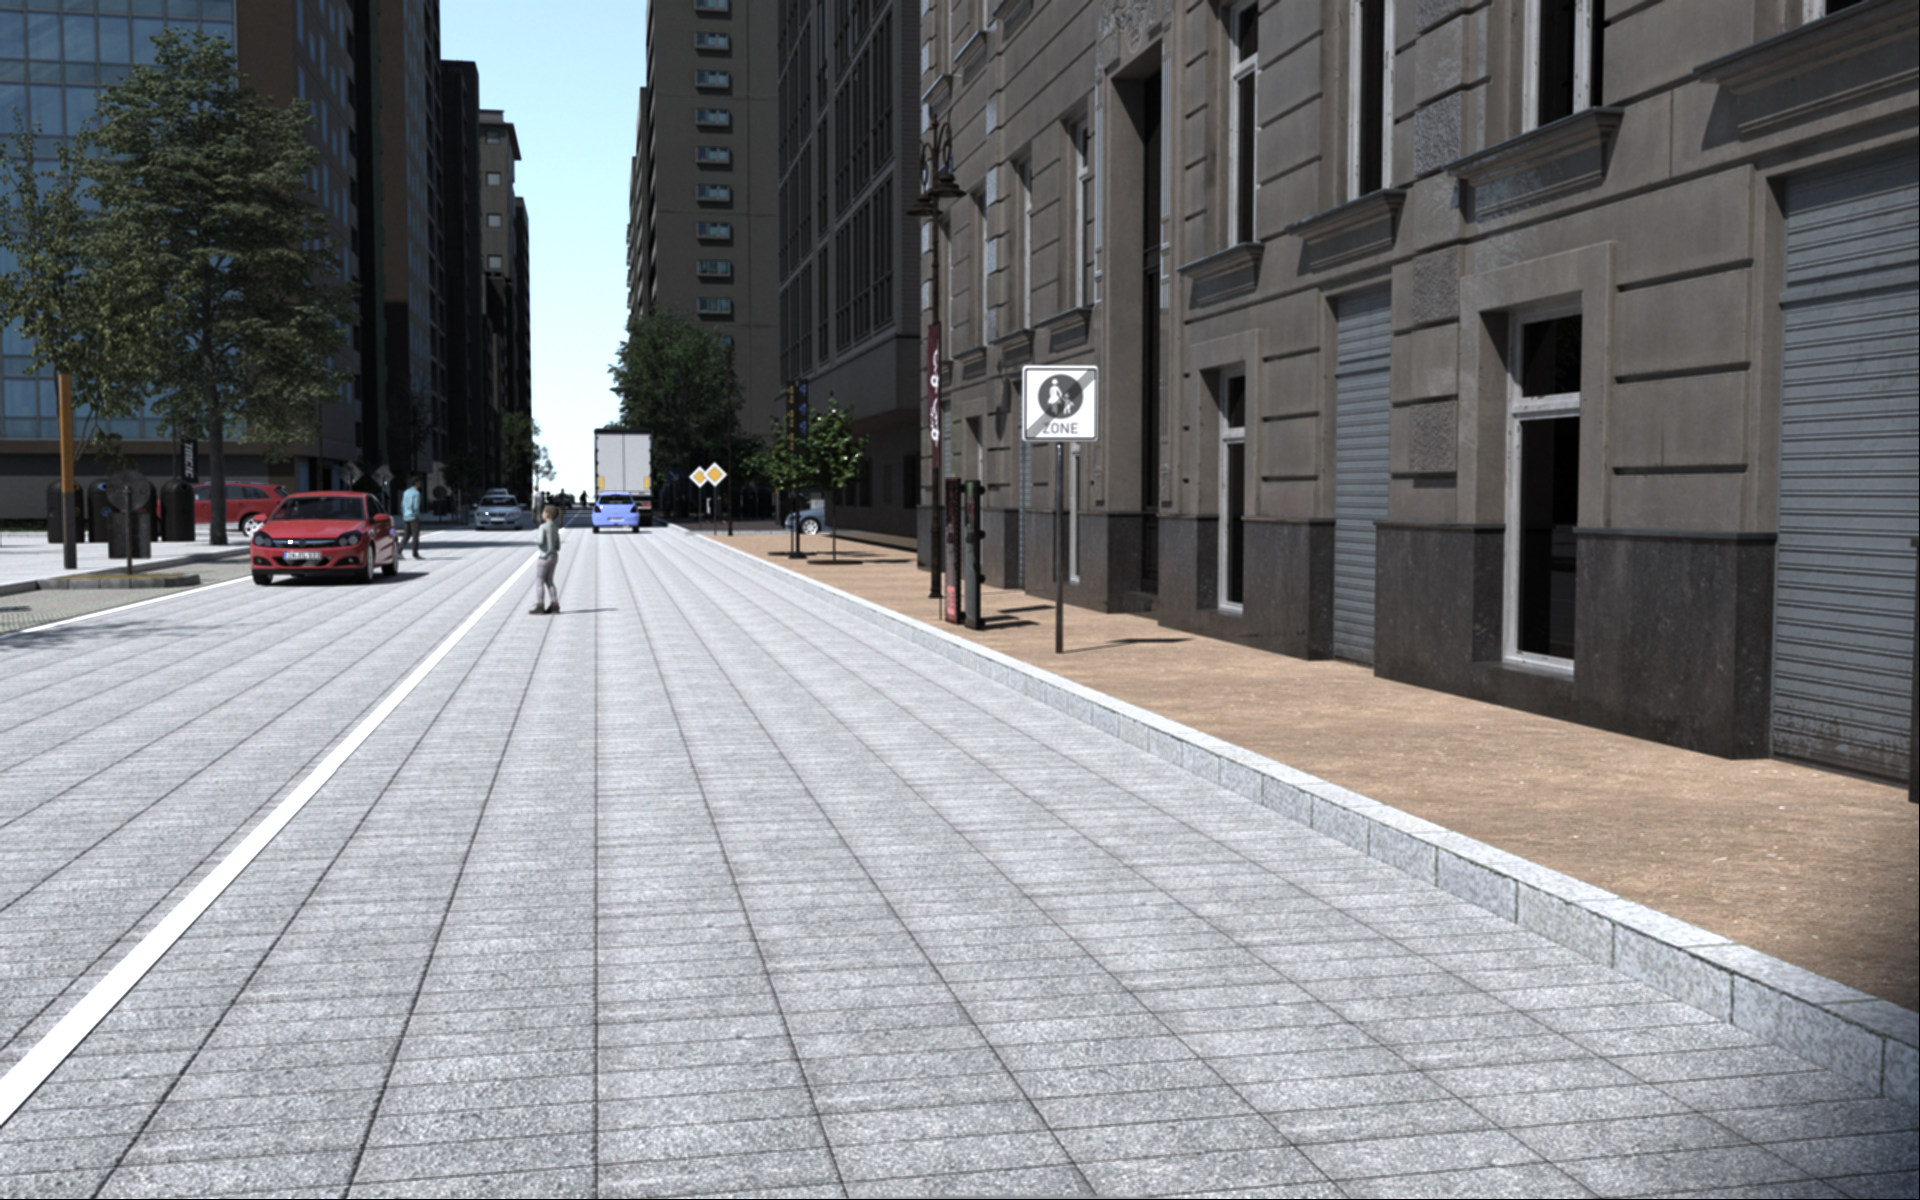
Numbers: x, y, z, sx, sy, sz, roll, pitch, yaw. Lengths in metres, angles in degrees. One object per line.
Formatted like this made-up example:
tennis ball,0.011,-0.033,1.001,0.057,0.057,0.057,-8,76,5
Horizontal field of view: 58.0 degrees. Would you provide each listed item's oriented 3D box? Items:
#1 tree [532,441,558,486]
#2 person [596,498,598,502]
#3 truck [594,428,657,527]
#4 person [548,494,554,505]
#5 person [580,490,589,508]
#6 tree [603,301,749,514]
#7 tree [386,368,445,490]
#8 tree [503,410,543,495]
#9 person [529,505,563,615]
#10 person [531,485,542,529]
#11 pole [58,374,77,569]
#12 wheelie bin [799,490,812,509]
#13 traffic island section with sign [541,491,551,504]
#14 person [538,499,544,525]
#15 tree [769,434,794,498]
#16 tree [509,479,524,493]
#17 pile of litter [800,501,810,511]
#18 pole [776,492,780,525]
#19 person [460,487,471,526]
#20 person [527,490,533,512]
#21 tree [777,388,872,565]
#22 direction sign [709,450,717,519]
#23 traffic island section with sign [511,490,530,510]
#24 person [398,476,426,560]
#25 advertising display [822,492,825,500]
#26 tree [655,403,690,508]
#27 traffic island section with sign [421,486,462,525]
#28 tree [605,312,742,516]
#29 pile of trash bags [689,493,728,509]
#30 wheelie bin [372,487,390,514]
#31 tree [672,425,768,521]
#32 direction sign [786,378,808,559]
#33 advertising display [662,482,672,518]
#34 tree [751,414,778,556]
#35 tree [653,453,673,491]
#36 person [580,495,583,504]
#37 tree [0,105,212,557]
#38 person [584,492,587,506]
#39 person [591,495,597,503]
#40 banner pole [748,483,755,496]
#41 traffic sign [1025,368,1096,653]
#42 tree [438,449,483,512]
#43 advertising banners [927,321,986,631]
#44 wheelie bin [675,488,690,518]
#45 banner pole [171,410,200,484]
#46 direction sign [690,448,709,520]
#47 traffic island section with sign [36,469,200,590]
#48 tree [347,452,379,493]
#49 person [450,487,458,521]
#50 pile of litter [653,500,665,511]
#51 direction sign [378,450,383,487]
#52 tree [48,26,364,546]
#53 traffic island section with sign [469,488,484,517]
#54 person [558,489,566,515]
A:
tree,-70.578,-21.640,288.223,7.601,10.594,8.767,-1,4,-15
person,-26.359,-7.223,126.689,0.616,1.811,0.778,-3,4,-37
truck,-15.306,-5.532,79.362,2.839,4.237,11.283,-1,4,-10
person,-41.171,-9.956,174.505,0.697,1.427,0.421,3,5,41
person,-38.409,-10.317,177.200,1.348,1.823,0.705,2,4,26
tree,-18.589,-12.640,113.325,9.857,13.997,8.962,0,3,0
tree,-32.102,-9.218,101.075,4.360,8.622,3.978,0,3,0
tree,-53.932,-17.205,207.063,9.928,11.665,9.643,0,3,0
person,-4.951,-0.482,20.663,0.394,1.301,0.425,0,4,5
person,-17.316,-3.809,71.000,0.478,1.798,0.641,-2,4,-29
pole,-15.225,-2.184,29.545,0.158,3.312,0.155,0,3,0
wheelie bin,-10.979,-7.010,122.525,0.980,1.594,0.693,-3,5,-40
traffic island section with sign,-62.671,-15.613,263.901,1.989,1.847,2.006,-1,4,-12
person,-19.171,-4.154,79.011,0.503,1.515,0.523,-3,4,-39
tree,-12.183,-10.776,126.550,4.360,8.622,3.978,0,3,0
tree,-51.405,-12.558,199.921,1.663,3.219,1.824,0,3,0
pile of litter,-9.404,-5.664,106.571,1.719,0.858,1.176,2,4,30
pole,-7.593,-4.783,72.051,0.158,3.312,0.155,0,3,0
person,-22.371,-4.235,78.293,0.362,1.759,0.519,3,5,43
person,-34.699,-8.020,140.344,1.217,1.735,0.721,3,5,40
tree,-2.448,-2.276,31.822,1.663,3.219,1.824,0,3,0
direction sign,-12.894,-5.981,89.783,0.876,3.537,0.379,3,4,37
traffic island section with sign,-40.299,-9.087,157.197,1.989,1.847,2.006,-1,4,-12
person,-11.964,-1.781,37.632,0.660,1.820,0.620,3,4,36
advertising display,-7.519,-5.775,99.633,0.974,1.923,0.123,-3,4,-38
tree,-23.323,-11.370,136.257,4.360,8.622,3.978,0,3,0
traffic island section with sign,-24.429,-4.459,81.526,1.989,1.847,2.006,-1,4,-12
tree,-16.116,-10.640,99.714,9.928,11.665,9.643,0,3,0
pile of trash bags,-18.677,-7.350,129.928,1.912,1.369,3.447,3,5,39
wheelie bin,-26.667,-4.390,79.689,0.693,1.594,0.980,-3,4,-37
tree,-10.559,-6.041,82.482,4.285,4.588,4.351,0,3,0
direction sign,-3.226,-2.591,34.357,0.379,3.537,0.876,-2,4,-32
advertising display,-15.586,-5.320,92.198,0.123,1.923,0.974,-2,4,-35
tree,-3.508,-2.553,36.337,1.663,3.219,1.824,0,3,0
tree,-20.881,-8.499,122.669,4.285,4.588,4.351,0,3,0
person,-43.514,-11.466,199.209,0.421,1.427,0.697,0,4,3
tree,-17.213,-5.100,33.747,4.737,8.622,4.395,0,3,0
person,-44.045,-11.870,203.504,0.436,1.711,0.756,-1,4,-18
person,-33.297,-9.194,158.803,0.705,1.826,1.348,2,4,25
banner pole,-11.038,-6.202,91.428,0.401,3.779,0.863,2,4,28
traffic sign,0.799,-0.719,13.891,0.606,2.300,0.079,0,4,-2
tree,-36.551,-8.751,126.796,4.285,4.588,4.351,0,3,0
advertising banners,-0.064,-1.278,17.087,0.090,3.025,2.074,-1,4,-14
wheelie bin,-15.011,-5.249,93.727,0.693,1.594,0.980,-2,4,-34
banner pole,-22.635,-3.699,50.490,0.863,3.779,0.401,-2,4,-29
direction sign,-12.981,-5.722,85.559,0.876,3.537,0.379,3,4,36
traffic island section with sign,-12.968,-1.114,26.849,1.989,1.847,2.006,-1,4,-12
tree,-26.936,-5.070,77.503,1.663,3.219,1.824,0,3,0
person,-24.812,-4.665,85.105,0.374,1.781,0.599,-3,4,-36
pile of litter,-23.310,-7.261,132.675,1.719,0.858,1.176,1,4,14
direction sign,-29.816,-5.943,89.168,0.379,3.537,0.876,0,4,-5
tree,-18.995,-7.648,43.180,7.486,12.596,7.792,0,3,0
traffic island section with sign,-30.030,-6.089,108.181,1.989,1.847,2.006,-1,4,-12
person,-26.734,-6.583,116.320,0.511,1.800,0.466,0,4,-3
